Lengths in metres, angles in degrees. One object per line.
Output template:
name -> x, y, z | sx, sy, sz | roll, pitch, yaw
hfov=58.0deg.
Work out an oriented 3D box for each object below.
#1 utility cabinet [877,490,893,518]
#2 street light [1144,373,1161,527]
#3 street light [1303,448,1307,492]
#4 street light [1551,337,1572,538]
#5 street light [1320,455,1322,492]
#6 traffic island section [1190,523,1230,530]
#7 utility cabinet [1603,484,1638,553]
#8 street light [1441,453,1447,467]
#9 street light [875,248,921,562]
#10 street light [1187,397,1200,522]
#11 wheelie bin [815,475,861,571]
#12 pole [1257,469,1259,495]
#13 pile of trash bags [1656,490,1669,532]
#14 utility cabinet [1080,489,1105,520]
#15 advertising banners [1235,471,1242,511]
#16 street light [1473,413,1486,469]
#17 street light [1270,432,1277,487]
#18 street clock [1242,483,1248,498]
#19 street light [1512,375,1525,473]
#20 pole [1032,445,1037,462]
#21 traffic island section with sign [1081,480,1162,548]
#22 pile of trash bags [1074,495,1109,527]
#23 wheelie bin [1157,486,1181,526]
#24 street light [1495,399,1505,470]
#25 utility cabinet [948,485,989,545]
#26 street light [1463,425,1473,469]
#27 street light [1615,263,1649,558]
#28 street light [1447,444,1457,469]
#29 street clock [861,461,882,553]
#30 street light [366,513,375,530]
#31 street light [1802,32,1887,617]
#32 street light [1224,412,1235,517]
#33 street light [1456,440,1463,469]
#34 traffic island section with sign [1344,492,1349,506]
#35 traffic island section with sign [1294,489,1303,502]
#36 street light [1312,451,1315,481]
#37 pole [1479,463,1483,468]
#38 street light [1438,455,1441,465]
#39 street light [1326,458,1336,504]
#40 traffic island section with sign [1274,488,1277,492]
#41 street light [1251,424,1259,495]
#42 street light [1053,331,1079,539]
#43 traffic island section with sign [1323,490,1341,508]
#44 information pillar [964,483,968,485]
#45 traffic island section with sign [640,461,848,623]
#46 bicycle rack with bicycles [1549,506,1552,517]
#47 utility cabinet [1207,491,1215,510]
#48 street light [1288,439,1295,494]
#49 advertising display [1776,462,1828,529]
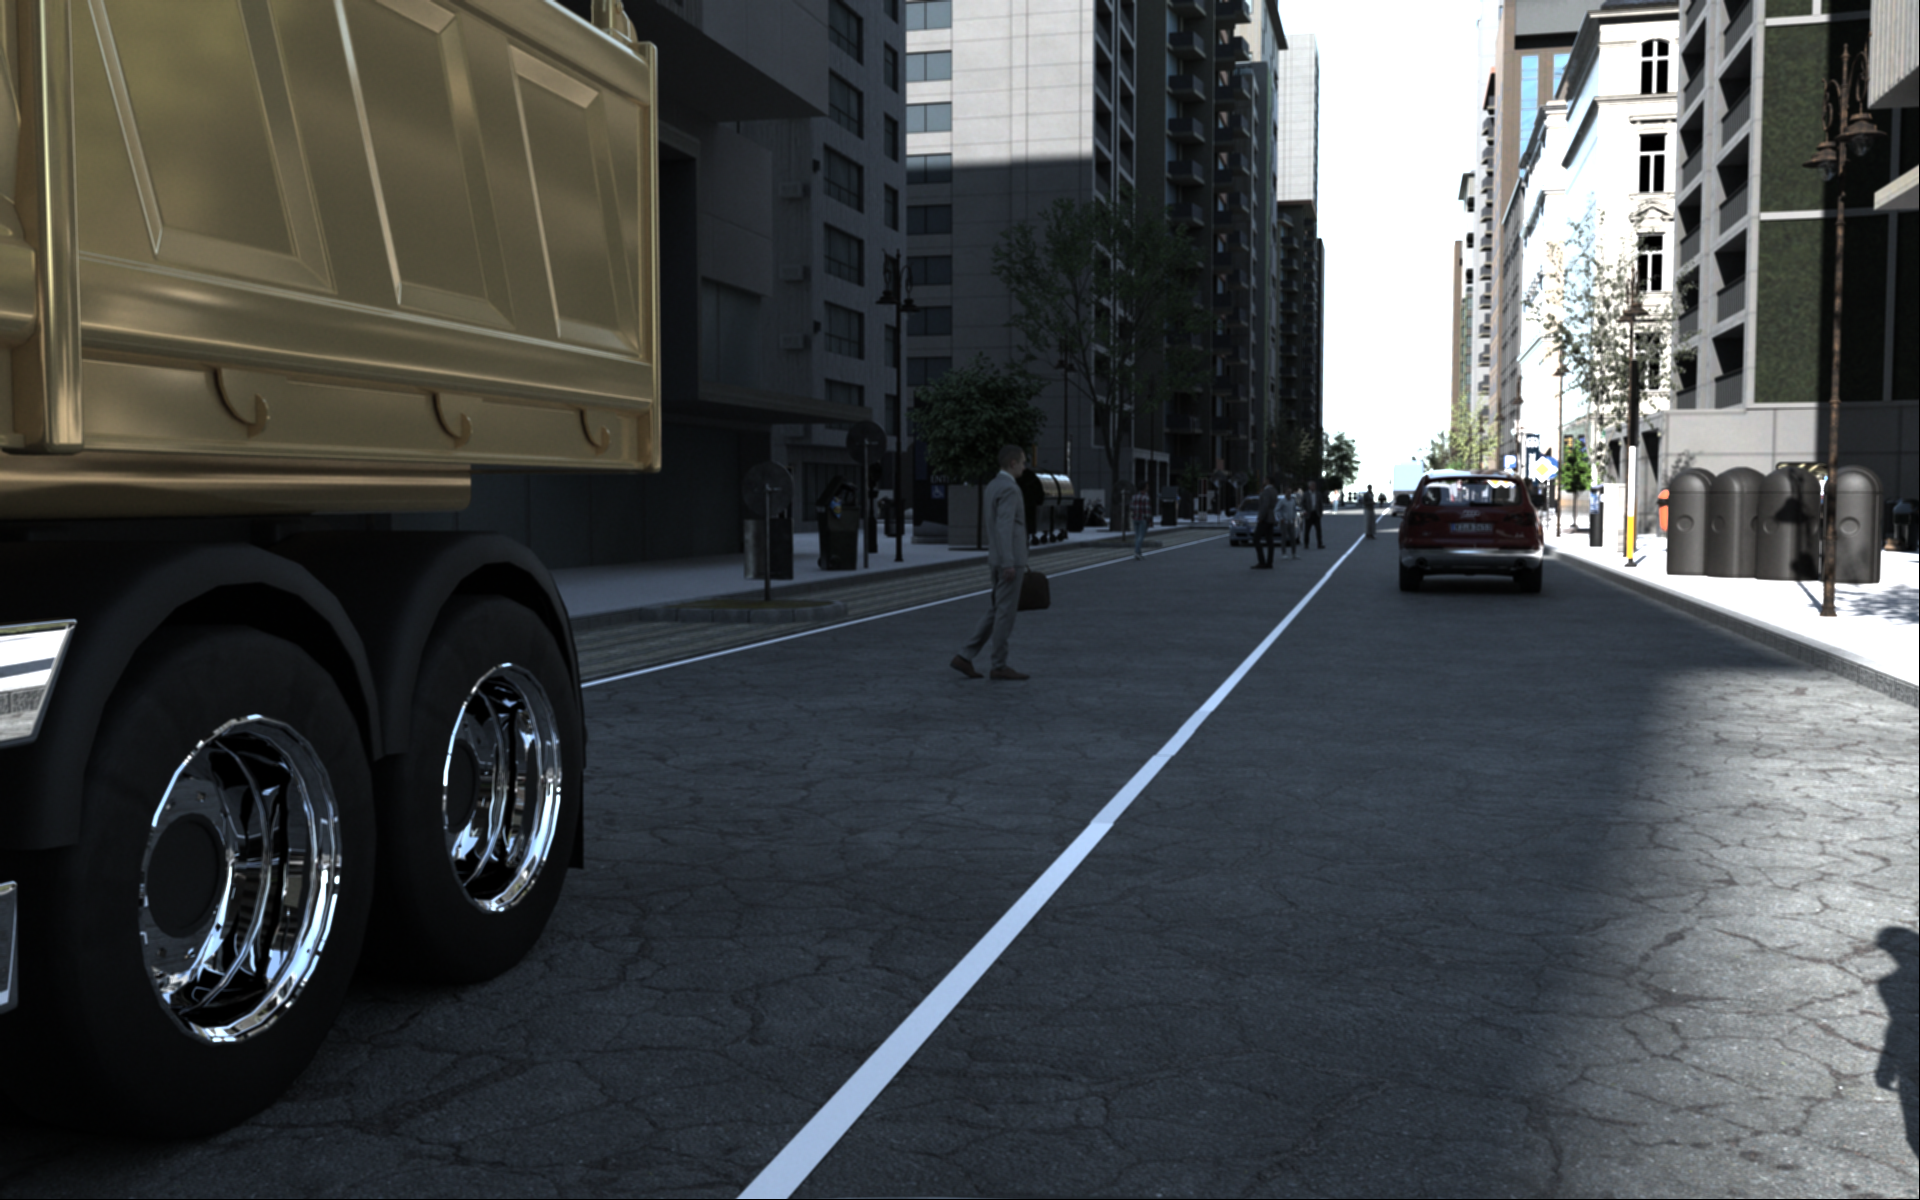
utility cabinet -> -4.047, -5.029, 90.902 | 1.173, 1.500, 0.318 | -2, 4, -25
street light -> 7.367, -5.728, 66.444 | 0.468, 5.910, 1.993 | 1, 4, 14
street light -> 33.795, -12.053, 169.856 | 0.468, 5.910, 1.993 | 1, 4, 14
street light -> 17.687, -4.785, 51.026 | 0.468, 5.910, 1.993 | 1, 4, 14
street light -> 42.210, -14.050, 202.501 | 0.468, 5.910, 1.993 | 1, 4, 14
traffic island section -> 10.551, -2.969, 70.818 | 2.009, 0.180, 2.903 | 1, 4, 14
utility cabinet -> 14.442, -1.783, 37.831 | 0.318, 1.500, 1.173 | 3, 5, 42
street light -> 48.669, -12.259, 173.229 | 0.468, 5.910, 1.993 | 1, 4, 14
street light -> -1.162, -3.670, 32.796 | 0.468, 5.910, 1.993 | 1, 4, 14
street light -> 10.659, -6.505, 79.149 | 0.468, 5.910, 1.993 | 1, 4, 14
wheelie bin -> -2.050, -1.308, 29.296 | 0.693, 1.594, 0.980 | -1, 4, -19
pole -> 24.413, -9.057, 141.926 | 0.158, 3.312, 0.155 | 0, 3, 0
pile of trash bags -> 16.895, -1.755, 38.454 | 3.447, 1.369, 1.912 | -1, 4, -22
utility cabinet -> 6.410, -4.595, 83.808 | 1.173, 1.500, 0.318 | -2, 4, -24
advertising banners -> 21.142, -8.258, 131.200 | 0.090, 3.025, 2.074 | 1, 4, 23
street light -> 29.693, -7.707, 98.804 | 0.468, 5.910, 1.993 | 1, 4, 14
street light -> 23.428, -9.571, 129.281 | 0.468, 5.910, 1.993 | 1, 4, 14
street clock -> 18.493, -6.591, 112.330 | 0.358, 2.002, 0.471 | 3, 4, 37
street light -> 21.714, -5.792, 67.489 | 0.468, 5.910, 1.993 | 1, 4, 14
pole -> 3.009, -4.672, 70.236 | 0.158, 3.312, 0.155 | 0, 3, 0
traffic island section with sign -> 4.408, -2.327, 46.672 | 1.989, 1.847, 2.006 | 1, 4, 14
pile of trash bags -> 4.644, -3.618, 68.906 | 1.912, 1.369, 3.447 | -1, 4, -10
wheelie bin -> 8.418, -3.781, 69.735 | 0.980, 1.594, 0.693 | 1, 4, 17
street light -> 25.597, -6.697, 82.278 | 0.468, 5.910, 1.993 | 1, 4, 14
utility cabinet -> 0.306, -2.087, 42.794 | 1.173, 1.500, 0.318 | 0, 4, 7
street light -> 33.975, -8.726, 115.453 | 0.468, 5.910, 1.993 | 1, 4, 14
street light -> 13.462, -3.794, 34.816 | 0.468, 5.910, 1.993 | 1, 4, 14
street light -> 44.650, -11.269, 157.028 | 0.468, 5.910, 1.993 | 1, 4, 14
street clock -> -1.923, -2.022, 37.629 | 0.358, 2.002, 0.471 | 2, 4, 33
street light -> -5.500, -2.645, 16.040 | 0.468, 5.910, 1.993 | 1, 4, 14
street light -> 9.088, -2.762, 17.948 | 0.468, 5.910, 1.993 | 1, 4, 14
street light -> 14.914, -7.528, 95.871 | 0.468, 5.910, 1.993 | 1, 4, 14
street light -> 38.201, -9.718, 131.675 | 0.468, 5.910, 1.993 | 1, 4, 14
traffic island section with sign -> 43.916, -11.805, 201.632 | 1.989, 1.847, 2.006 | 1, 4, 14
traffic island section with sign -> 24.859, -7.232, 126.874 | 1.989, 1.847, 2.006 | 1, 4, 14
street light -> 37.965, -13.049, 186.136 | 0.468, 5.910, 1.993 | 1, 4, 14
pole -> 33.832, -7.259, 112.533 | 0.158, 3.312, 0.155 | 0, 3, 0
street light -> 52.935, -13.278, 189.879 | 0.468, 5.910, 1.993 | 1, 4, 14
street light -> 50.161, -15.982, 234.098 | 0.468, 5.910, 1.993 | 1, 4, 14
traffic island section with sign -> 18.106, -5.613, 100.406 | 1.989, 1.847, 2.006 | 1, 4, 14
street light -> 19.040, -8.517, 112.044 | 0.468, 5.910, 1.993 | 1, 4, 14
street light -> 3.012, -4.681, 49.330 | 0.468, 5.910, 1.993 | 1, 4, 14
traffic island section with sign -> 37.170, -10.185, 175.148 | 1.989, 1.847, 2.006 | 1, 4, 14
information pillar -> 0.206, -6.171, 92.247 | 0.183, 3.616, 0.504 | 3, 5, 43
traffic island section with sign -> -2.389, -0.698, 20.044 | 1.989, 1.847, 2.006 | 1, 4, 14
bicycle rack with bicycles -> 31.234, -5.038, 95.748 | 2.925, 0.926, 2.852 | -1, 4, -11
utility cabinet -> 17.097, -6.683, 117.946 | 1.173, 1.500, 0.318 | -1, 4, -9
street light -> 27.736, -10.591, 145.954 | 0.468, 5.910, 1.993 | 1, 4, 14
advertising display -> 16.937, -1.814, 34.870 | 0.974, 1.923, 0.123 | 2, 4, 26
